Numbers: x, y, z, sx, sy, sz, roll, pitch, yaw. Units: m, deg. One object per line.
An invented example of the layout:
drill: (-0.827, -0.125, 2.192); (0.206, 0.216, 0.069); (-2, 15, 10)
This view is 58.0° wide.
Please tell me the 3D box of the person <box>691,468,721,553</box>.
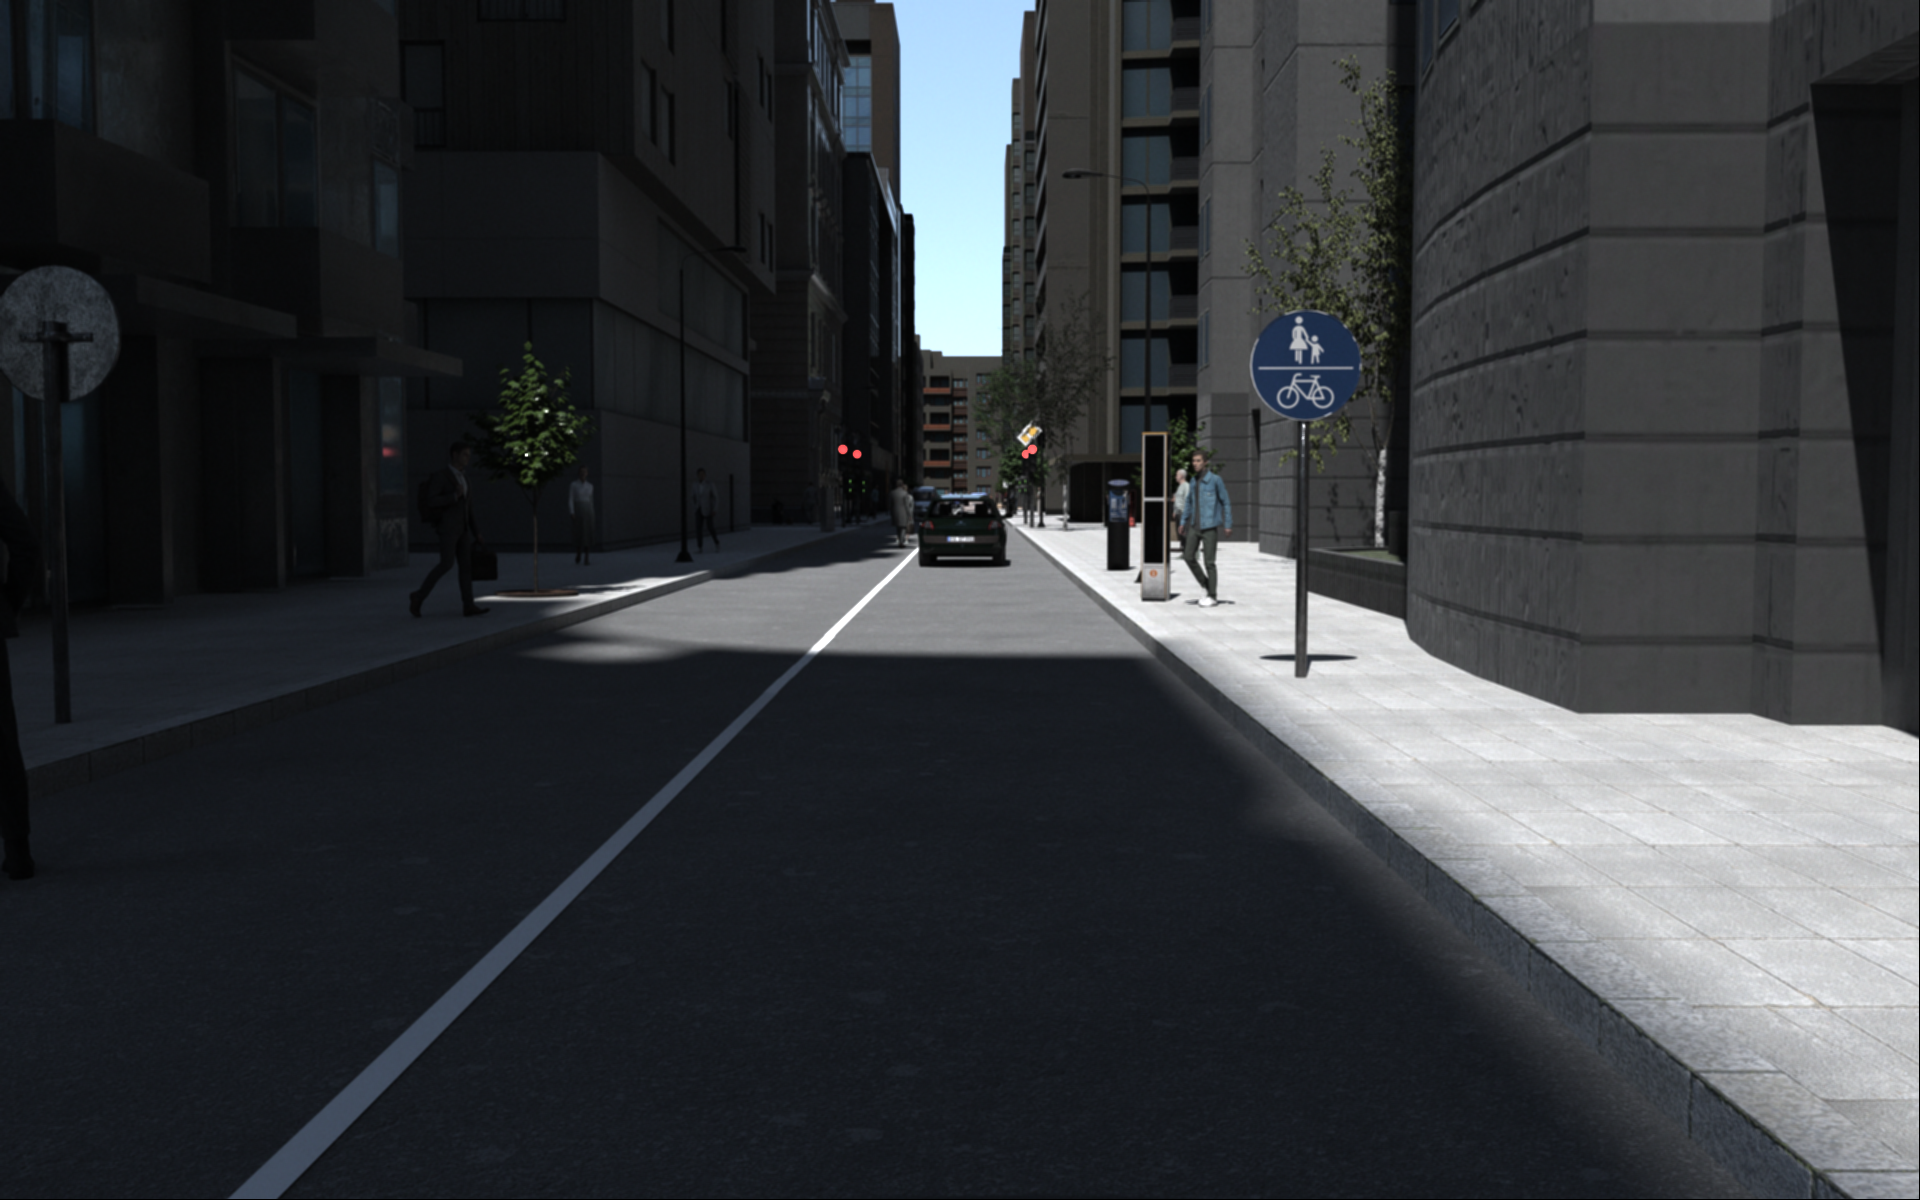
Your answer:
person: (-5.541, -1.945, 37.689); (0.661, 1.843, 0.795); (1, 4, 19)

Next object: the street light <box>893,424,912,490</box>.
street light: (-3.909, -8.744, 115.507); (1.470, 5.913, 1.316); (0, 4, 0)

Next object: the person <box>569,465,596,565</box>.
person: (-6.847, -1.532, 31.324); (0.478, 1.798, 0.641); (-1, 4, -17)

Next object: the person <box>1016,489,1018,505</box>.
person: (4.022, -7.395, 127.298); (0.623, 1.781, 0.721); (1, 4, 23)

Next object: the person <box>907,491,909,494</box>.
person: (-4.348, -8.263, 141.627); (0.782, 1.767, 0.515); (0, 4, 6)

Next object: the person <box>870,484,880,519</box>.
person: (-4.463, -5.149, 90.243); (0.620, 1.820, 0.660); (1, 4, 16)

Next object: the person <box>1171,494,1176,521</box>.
person: (8.867, -3.819, 71.296); (0.532, 1.782, 0.716); (2, 4, 34)

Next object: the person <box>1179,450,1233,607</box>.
person: (2.815, -0.821, 19.809); (0.444, 1.785, 0.601); (-3, 4, -37)

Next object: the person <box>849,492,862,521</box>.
person: (-5.078, -4.750, 83.623); (0.656, 1.842, 0.836); (-3, 4, -38)

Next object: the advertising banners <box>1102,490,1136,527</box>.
advertising banners: (6.517, -4.318, 66.792); (2.074, 3.025, 0.090); (1, 4, 12)

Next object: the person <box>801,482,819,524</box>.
person: (-6.393, -4.141, 73.874); (0.709, 1.813, 0.853); (-2, 4, -26)

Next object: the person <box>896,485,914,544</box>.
person: (-1.580, -2.487, 50.173); (0.512, 1.701, 0.522); (-1, 4, -16)

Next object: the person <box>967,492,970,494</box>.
person: (0.943, -12.386, 211.454); (0.568, 1.767, 0.683); (0, 4, -5)

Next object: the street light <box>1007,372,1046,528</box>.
street light: (2.573, -5.722, 66.096); (1.470, 5.913, 1.316); (0, 4, 0)

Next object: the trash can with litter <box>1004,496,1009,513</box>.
trash can with litter: (3.307, -6.610, 119.458); (0.624, 1.170, 1.055); (0, 4, -3)

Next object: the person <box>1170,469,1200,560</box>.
person: (4.377, -1.673, 33.884); (0.515, 1.767, 0.782); (-1, 4, -12)

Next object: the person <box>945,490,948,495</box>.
person: (-1.120, -8.206, 143.211); (0.519, 1.759, 0.362); (3, 5, 44)

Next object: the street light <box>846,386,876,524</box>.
street light: (-4.291, -6.243, 74.612); (1.470, 5.913, 1.316); (0, 4, 0)

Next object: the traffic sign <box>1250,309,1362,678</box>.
traffic sign: (2.387, -0.731, 12.053); (0.768, 2.556, 0.104); (0, 4, 2)

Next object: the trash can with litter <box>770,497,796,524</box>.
trash can with litter: (-7.506, -3.795, 73.442); (1.055, 1.170, 0.624); (0, 4, 0)

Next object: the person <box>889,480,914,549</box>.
person: (-1.528, -2.265, 45.641); (0.694, 1.812, 0.767); (2, 4, 24)

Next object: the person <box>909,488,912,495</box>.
person: (-2.899, -5.987, 106.401); (0.620, 1.820, 0.660); (-3, 5, -44)

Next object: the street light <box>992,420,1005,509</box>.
street light: (2.892, -8.293, 108.132); (1.470, 5.913, 1.316); (0, 4, 0)

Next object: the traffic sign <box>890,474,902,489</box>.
traffic sign: (-4.153, -6.849, 112.079); (0.768, 2.556, 0.104); (1, 4, 9)

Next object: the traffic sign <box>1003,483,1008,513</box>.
traffic sign: (3.245, -7.113, 118.431); (0.606, 2.300, 0.079); (0, 4, 8)

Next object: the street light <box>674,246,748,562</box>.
street light: (-4.671, -3.670, 32.550); (1.470, 5.913, 1.316); (0, 4, 0)

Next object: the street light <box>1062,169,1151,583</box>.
street light: (2.162, -3.204, 24.921); (1.470, 5.913, 1.316); (0, 4, 0)

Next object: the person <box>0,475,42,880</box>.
person: (-3.704, 0.097, 6.271); (0.648, 1.900, 0.474); (-3, 5, -42)

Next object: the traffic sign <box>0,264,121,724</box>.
traffic sign: (-5.032, -0.583, 9.638); (0.768, 2.556, 0.104); (0, 4, 6)

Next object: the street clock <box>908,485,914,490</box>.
street clock: (-3.965, -8.282, 139.976); (0.471, 2.002, 0.358); (-1, 4, -19)

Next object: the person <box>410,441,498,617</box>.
person: (-5.313, -0.741, 18.123); (0.822, 1.834, 0.622); (1, 4, 11)

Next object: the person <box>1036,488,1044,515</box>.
person: (4.808, -6.002, 104.725); (0.362, 1.759, 0.519); (-2, 4, -33)

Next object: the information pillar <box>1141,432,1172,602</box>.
information pillar: (2.351, -0.994, 20.745); (0.304, 2.012, 0.304); (1, 4, 17)

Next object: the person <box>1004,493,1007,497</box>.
person: (4.946, -10.942, 184.875); (0.705, 1.831, 1.348); (-2, 4, -26)

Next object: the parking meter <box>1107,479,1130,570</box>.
parking meter: (2.680, -1.276, 29.281); (0.372, 1.533, 0.369); (0, 3, 0)

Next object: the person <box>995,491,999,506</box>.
person: (4.113, -11.197, 189.801); (0.721, 1.739, 1.217); (1, 4, 10)

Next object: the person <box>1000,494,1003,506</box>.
person: (4.529, -11.052, 187.430); (0.721, 1.739, 1.217); (-1, 4, -9)

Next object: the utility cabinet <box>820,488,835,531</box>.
utility cabinet: (-4.536, -3.099, 59.349); (0.318, 1.500, 1.173); (-1, 4, -15)
